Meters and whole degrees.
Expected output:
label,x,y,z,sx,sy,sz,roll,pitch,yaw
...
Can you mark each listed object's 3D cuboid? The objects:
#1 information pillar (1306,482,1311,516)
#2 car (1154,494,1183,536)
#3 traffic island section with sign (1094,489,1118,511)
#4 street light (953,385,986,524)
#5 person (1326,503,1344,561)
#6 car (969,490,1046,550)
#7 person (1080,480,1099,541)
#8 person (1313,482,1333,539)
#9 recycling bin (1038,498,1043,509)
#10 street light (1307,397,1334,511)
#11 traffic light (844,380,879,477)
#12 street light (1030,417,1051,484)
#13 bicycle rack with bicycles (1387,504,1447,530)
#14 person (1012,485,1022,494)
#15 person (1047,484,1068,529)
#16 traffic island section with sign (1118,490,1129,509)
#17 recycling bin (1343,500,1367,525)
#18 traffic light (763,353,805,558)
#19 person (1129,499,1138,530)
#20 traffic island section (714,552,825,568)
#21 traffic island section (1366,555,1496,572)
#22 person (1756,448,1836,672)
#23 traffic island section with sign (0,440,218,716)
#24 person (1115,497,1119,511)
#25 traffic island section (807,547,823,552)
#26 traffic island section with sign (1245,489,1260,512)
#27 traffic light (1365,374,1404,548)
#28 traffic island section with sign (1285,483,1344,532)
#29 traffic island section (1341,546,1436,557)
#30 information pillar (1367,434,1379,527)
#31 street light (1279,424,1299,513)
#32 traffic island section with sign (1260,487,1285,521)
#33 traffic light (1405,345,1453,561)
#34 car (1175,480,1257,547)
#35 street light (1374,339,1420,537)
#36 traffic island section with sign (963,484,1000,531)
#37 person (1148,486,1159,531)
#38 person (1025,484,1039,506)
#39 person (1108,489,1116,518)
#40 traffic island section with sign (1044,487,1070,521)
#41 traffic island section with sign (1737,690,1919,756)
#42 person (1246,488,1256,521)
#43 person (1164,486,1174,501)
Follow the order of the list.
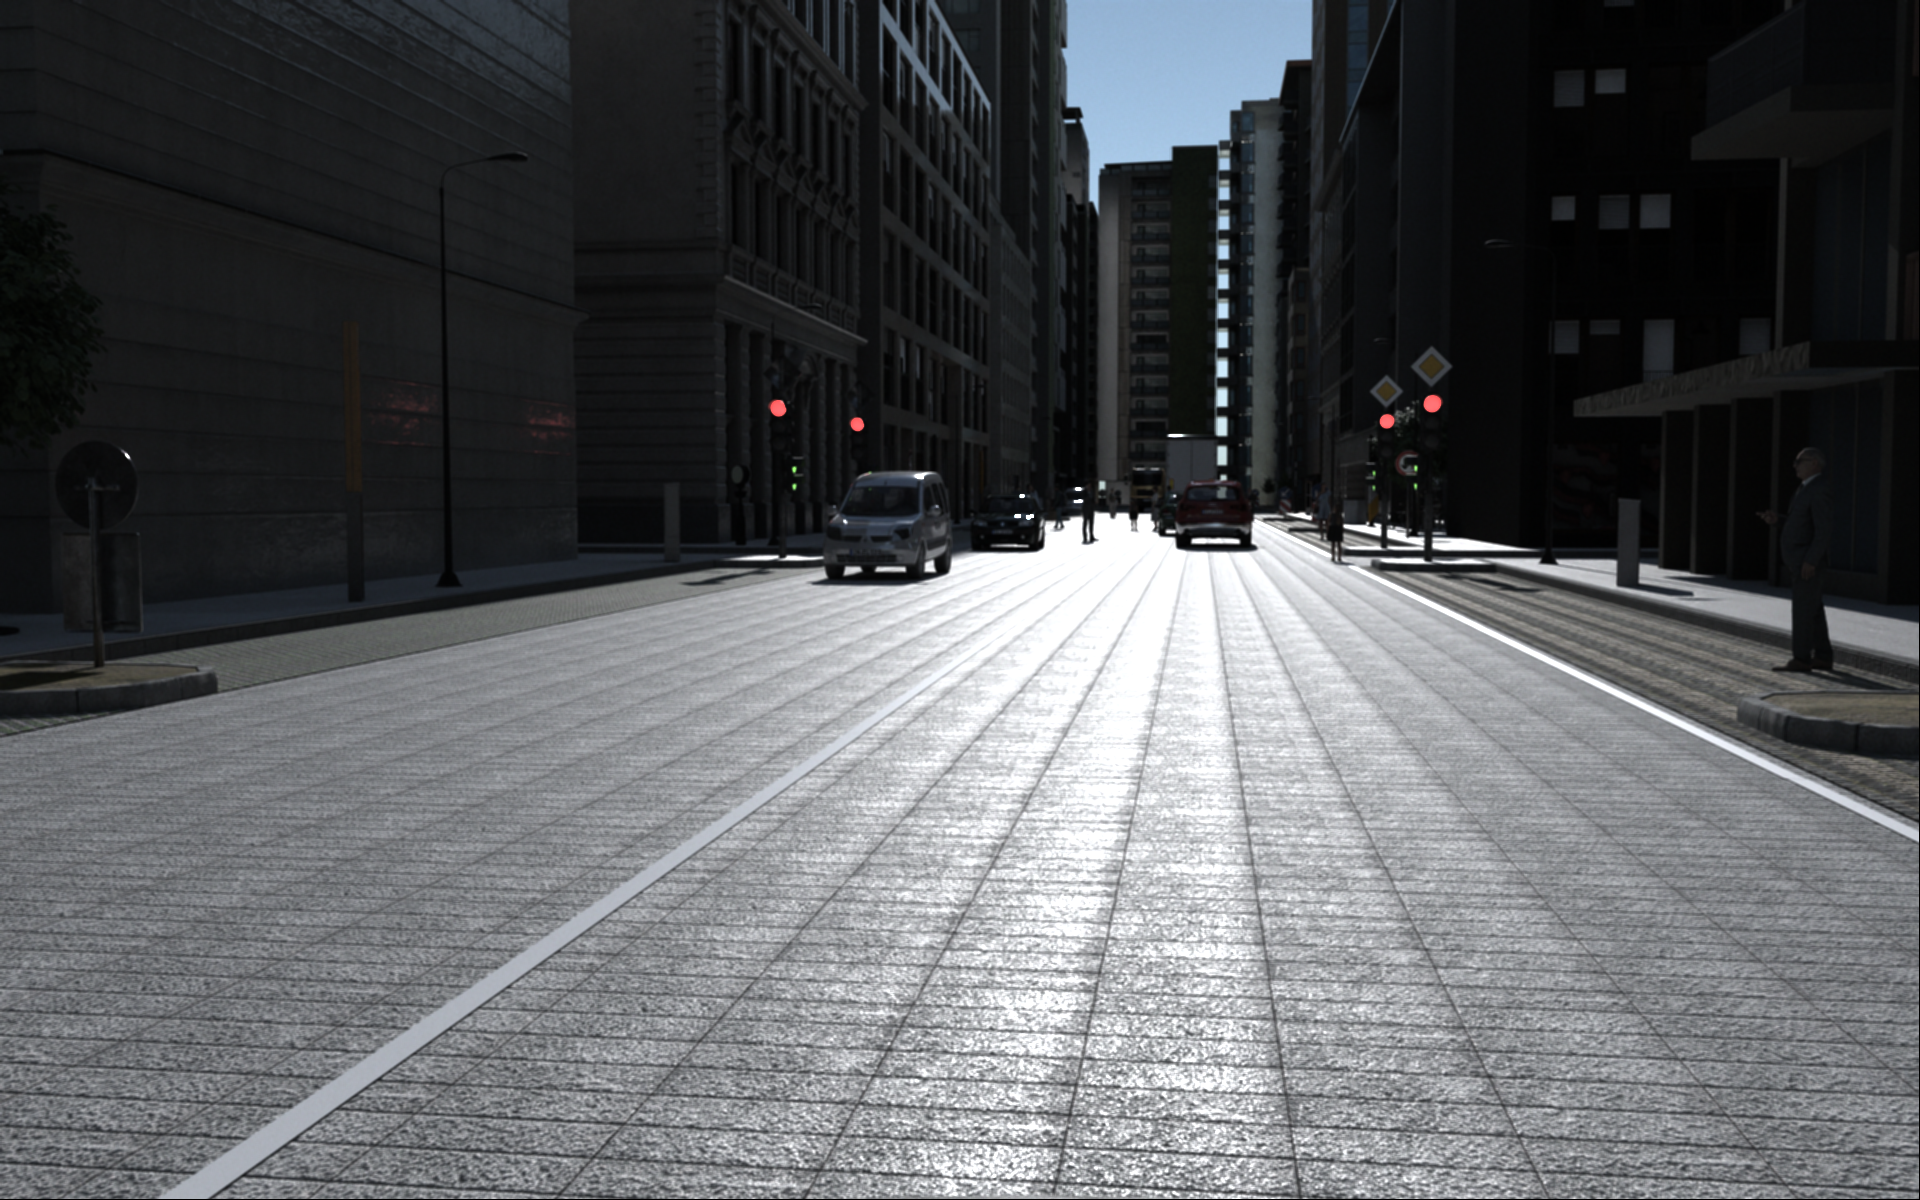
label,x,y,z,sx,sy,sz,roll,pitch,yaw
information pillar,20.846,-6.062,103.601,0.304,2.012,0.304,1,4,17
car,7.927,-3.023,61.216,2.131,1.459,4.920,0,4,6
traffic island section with sign,11.908,-8.281,144.018,1.989,1.847,2.006,0,4,8
street light,0.406,-6.192,73.782,1.470,5.913,1.316,0,4,8
person,7.999,-1.453,36.928,0.362,1.253,0.373,0,4,5
car,1.288,-2.187,45.542,2.009,1.686,4.222,0,4,6
person,3.971,-2.715,52.698,0.655,1.846,0.447,-3,5,-42
person,11.436,-2.813,54.582,0.616,1.811,0.778,2,4,23
recycling bin,5.114,-6.394,117.088,0.722,1.027,0.722,-2,4,-28
street light,17.336,-6.763,83.122,1.470,5.913,1.316,0,4,8
traffic light,-2.443,-3.278,42.522,0.839,4.253,0.868,0,4,8
street light,4.805,-8.098,104.938,1.470,5.913,1.316,0,4,8
bicycle rack with bicycles,16.921,-3.058,63.373,2.925,0.926,2.852,-1,4,-18
person,2.407,-3.969,73.421,0.581,1.822,0.654,2,4,34
person,3.933,-3.761,69.980,0.713,1.824,0.794,3,5,39
traffic island section with sign,15.698,-9.954,171.375,1.989,1.847,2.006,0,4,8
recycling bin,16.721,-3.715,73.294,0.722,1.027,0.722,-3,5,-41
traffic light,-3.540,-2.795,34.612,0.839,4.253,0.868,0,4,8
person,6.844,-3.369,68.249,0.362,1.253,0.373,1,4,10
traffic island section,-3.578,-0.763,34.752,2.009,0.180,2.903,0,4,8
traffic island section,8.943,-0.657,33.018,2.009,0.180,2.903,0,4,8
person,6.790,-0.328,14.036,0.590,1.801,0.661,1,4,14
traffic island section with sign,-6.388,-0.212,12.094,1.989,1.847,2.006,0,4,8
person,10.467,-6.313,116.393,0.352,1.250,0.332,-1,4,-15
traffic island section,-2.481,-1.247,42.662,2.009,0.180,2.903,0,4,8
traffic island section with sign,24.029,-8.143,141.760,1.989,1.847,2.006,0,4,8
traffic light,10.002,-3.174,40.819,0.839,4.253,0.868,0,4,8
traffic island section with sign,13.463,-3.482,65.554,1.989,1.847,2.006,0,4,8
traffic island section,10.040,-1.140,40.927,2.009,0.180,2.903,0,4,8
information pillar,16.164,-4.668,67.683,0.504,3.616,0.183,-2,4,-33
street light,21.741,-8.681,114.470,1.470,5.913,1.316,0,4,8
traffic island section with sign,17.193,-5.121,92.357,1.989,1.847,2.006,0,4,8
traffic light,8.905,-2.690,32.909,0.839,4.253,0.868,0,4,8
car,7.088,-2.413,48.128,2.281,1.827,5.304,1,4,10
street light,13.093,-4.856,51.944,1.470,5.913,1.316,0,4,8
traffic island section with sign,1.223,-3.569,66.989,1.989,1.847,2.006,0,4,8
person,7.570,-3.597,67.876,0.524,1.755,0.480,1,4,21
person,2.479,-3.106,59.551,0.793,1.790,0.793,1,4,15
person,9.046,-5.723,102.617,0.519,1.759,0.362,-3,5,-42
traffic island section with sign,4.933,-5.204,93.718,1.989,1.847,2.006,0,4,8
traffic island section with sign,5.789,-0.098,10.228,1.989,1.847,2.006,0,4,8
person,15.484,-5.111,92.468,0.661,1.777,0.834,0,4,-7
person,9.693,-4.368,79.940,0.660,1.820,0.620,-3,5,-44
